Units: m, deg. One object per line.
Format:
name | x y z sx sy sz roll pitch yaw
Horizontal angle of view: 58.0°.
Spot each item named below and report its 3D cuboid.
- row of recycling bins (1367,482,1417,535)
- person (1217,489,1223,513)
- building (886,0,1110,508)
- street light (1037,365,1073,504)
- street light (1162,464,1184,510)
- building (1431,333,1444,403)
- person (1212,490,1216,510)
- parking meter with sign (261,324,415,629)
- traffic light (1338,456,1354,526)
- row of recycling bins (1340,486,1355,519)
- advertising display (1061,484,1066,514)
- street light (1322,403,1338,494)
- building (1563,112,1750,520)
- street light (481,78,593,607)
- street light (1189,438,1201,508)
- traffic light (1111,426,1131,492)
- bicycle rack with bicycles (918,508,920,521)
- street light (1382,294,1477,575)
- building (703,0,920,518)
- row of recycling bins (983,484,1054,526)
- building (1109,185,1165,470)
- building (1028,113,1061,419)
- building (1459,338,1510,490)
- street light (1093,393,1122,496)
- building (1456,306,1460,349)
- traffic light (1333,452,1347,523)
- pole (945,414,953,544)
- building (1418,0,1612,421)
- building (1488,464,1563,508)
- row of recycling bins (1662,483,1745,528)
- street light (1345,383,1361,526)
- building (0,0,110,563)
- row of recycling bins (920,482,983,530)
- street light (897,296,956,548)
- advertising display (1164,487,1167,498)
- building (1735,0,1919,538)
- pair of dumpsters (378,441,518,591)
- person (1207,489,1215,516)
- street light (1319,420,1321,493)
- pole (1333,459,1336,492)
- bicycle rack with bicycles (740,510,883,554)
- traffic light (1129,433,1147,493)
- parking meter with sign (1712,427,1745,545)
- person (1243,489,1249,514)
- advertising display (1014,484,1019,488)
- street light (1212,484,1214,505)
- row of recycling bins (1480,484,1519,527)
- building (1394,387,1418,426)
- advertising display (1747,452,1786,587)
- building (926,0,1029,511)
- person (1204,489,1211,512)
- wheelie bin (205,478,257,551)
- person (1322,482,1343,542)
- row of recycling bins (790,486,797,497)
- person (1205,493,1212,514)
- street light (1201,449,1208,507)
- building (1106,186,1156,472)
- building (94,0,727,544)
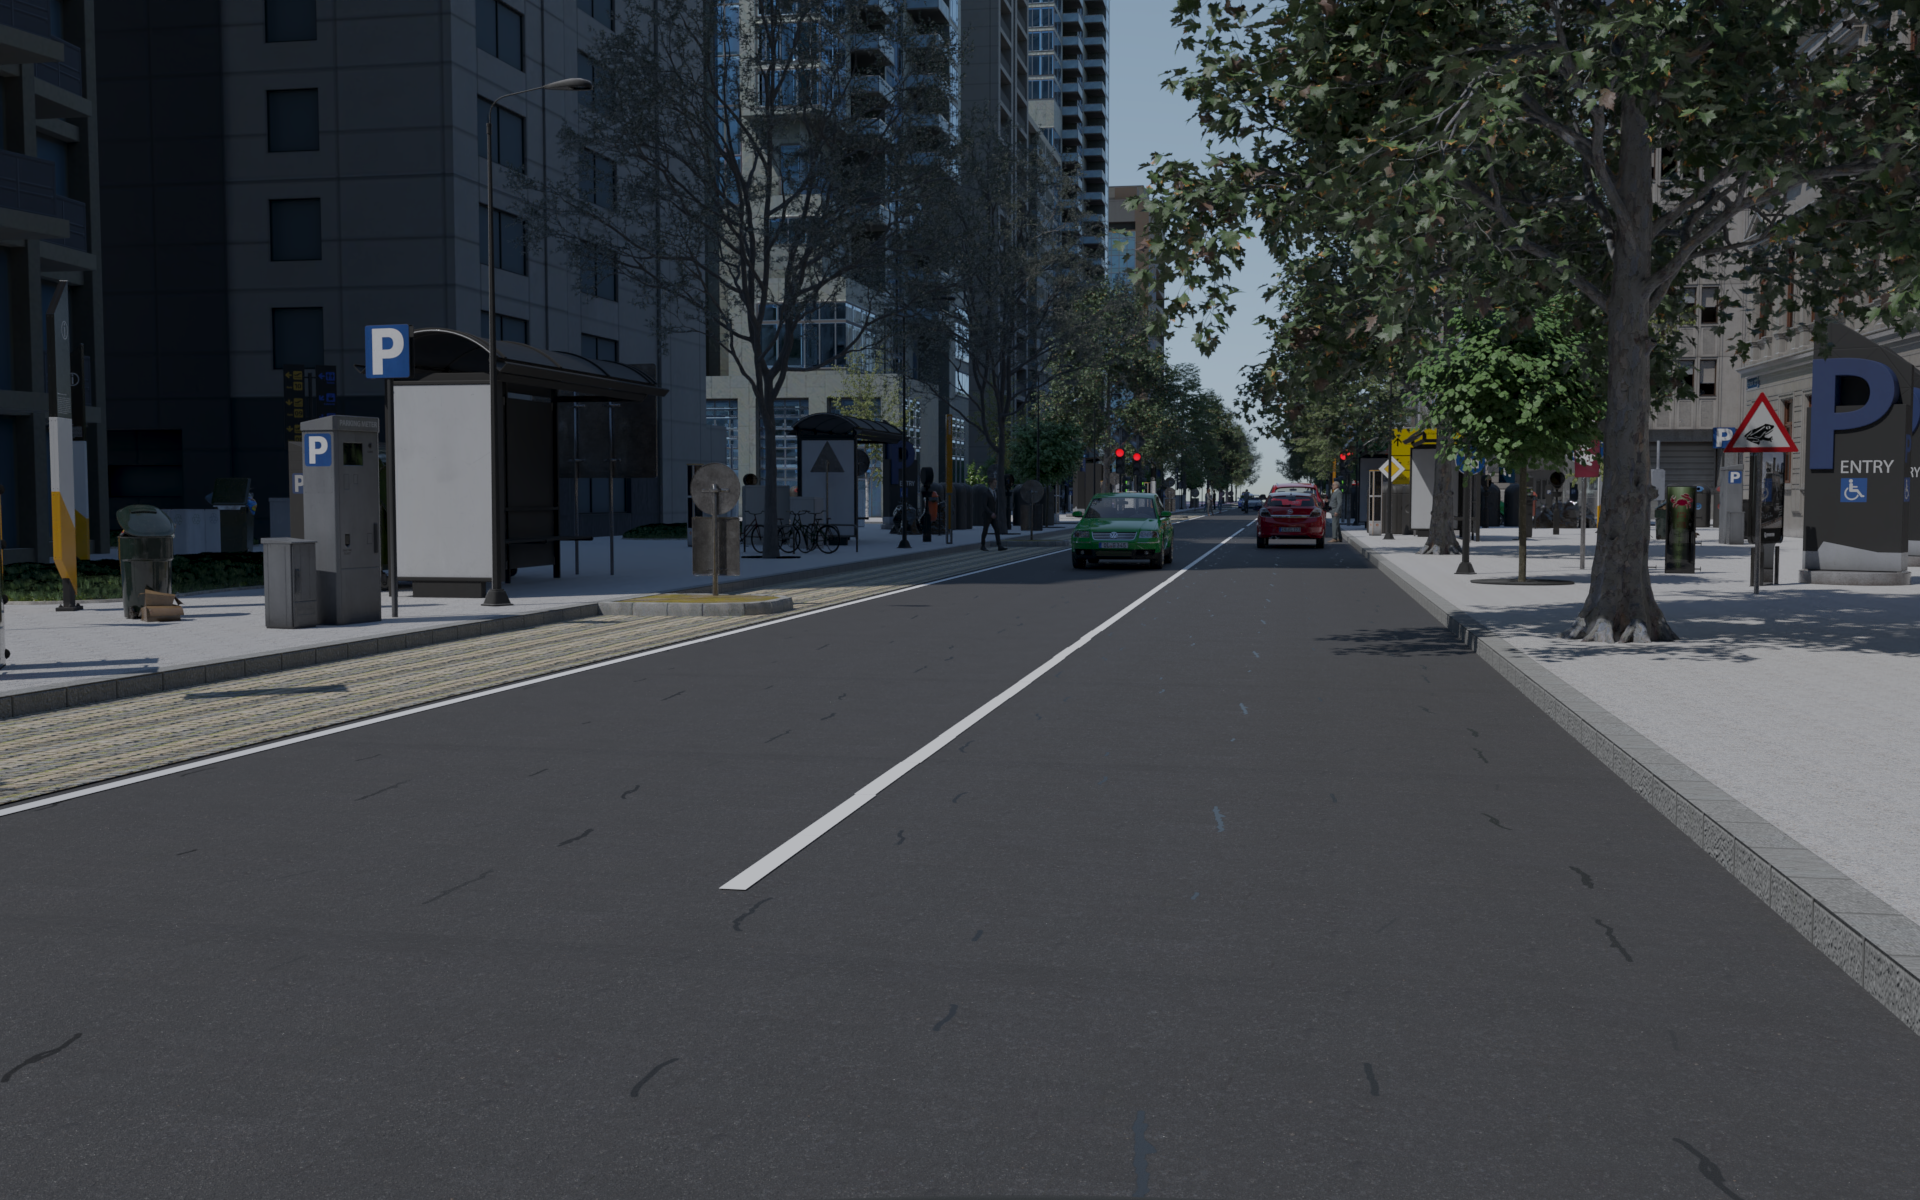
row of recycling bins | 14.031 -2.966 55.605 1.069 1.692 3.534 -1 4 -10
person | 19.301 -7.344 128.591 0.388 1.821 0.555 -2 4 -24
building | 6.351 -53.971 195.091 22.319 86.520 31.000 1 4 11
street light | 3.346 -5.485 62.226 1.470 5.913 1.316 1 4 11
street light | 14.894 -9.169 122.462 1.470 5.913 1.316 1 4 11
building | 55.843 -32.187 176.363 14.600 45.320 14.200 1 4 11
person | 23.519 -9.282 160.291 0.705 1.821 1.348 0 4 3
parking meter with sign | -6.159 -1.278 17.163 0.543 3.016 1.738 1 4 20
traffic light | 15.705 -4.958 69.979 0.839 4.253 0.868 1 4 11
row of recycling bins | 20.912 -5.085 90.257 1.069 1.692 3.534 -2 4 -27
advertising display | 6.821 -6.633 113.656 0.123 1.923 0.974 -1 4 -9
street light | 15.477 -5.956 69.914 1.470 5.913 1.316 1 4 11
building | 42.755 -16.609 89.579 19.932 24.808 12.078 1 4 11
street light | -4.789 -2.879 19.616 1.470 5.913 1.316 1 4 11
street light | 18.934 -10.461 143.574 1.470 5.913 1.316 1 4 11
traffic light | 6.655 -5.063 71.693 0.839 4.253 0.868 1 4 11
bicycle rack with bicycles | -1.537 -3.257 66.639 2.925 0.926 2.852 -1 4 -10
street light | 7.561 -3.371 27.657 1.470 5.913 1.316 1 4 11
building | -11.302 -48.623 107.661 22.319 86.520 31.000 1 4 11
row of recycling bins | 2.099 -3.844 69.970 3.534 1.692 1.069 -1 4 -14
building | 21.003 -39.852 275.280 21.300 48.544 21.600 1 4 11
building | -3.846 -29.271 170.465 32.217 40.220 23.993 1 4 11
building | 46.773 -18.017 136.382 13.314 21.916 24.055 1 4 11
street light | 6.741 -6.563 79.839 1.470 5.913 1.316 1 4 11
building | 52.699 -23.935 163.033 14.160 30.474 14.107 1 4 11
traffic light | 17.210 -5.437 77.821 0.839 4.253 0.868 1 4 11
pole | -0.281 -3.091 44.381 0.158 3.312 0.155 0 3 0
building | 63.170 -40.038 196.624 21.231 58.520 28.212 1 4 11
building | 43.098 -19.509 112.478 14.314 27.812 24.014 1 4 11
row of recycling bins | 28.620 -3.602 66.001 3.534 1.692 1.069 2 4 33
street light | 11.565 -4.663 48.777 1.470 5.913 1.316 1 4 11
building | -27.632 -22.586 23.909 22.147 44.769 28.867 1 4 11
row of recycling bins | -0.427 -3.367 62.156 1.069 1.692 3.534 1 4 22
street light | -0.785 -4.171 40.736 1.470 5.913 1.316 1 4 11
advertising display | 16.023 -8.143 138.358 0.974 1.923 0.123 2 4 27
building | 28.620 -12.791 45.291 11.583 22.565 21.152 1 4 11
pair of dumpsters | -7.750 -1.370 24.888 1.574 2.255 4.437 1 4 11
person | 16.494 -6.422 113.769 0.573 1.790 0.520 1 4 12
street light | 18.985 -7.050 87.804 1.470 5.913 1.316 1 4 11
pole | 21.481 -6.456 99.406 0.158 3.312 0.155 0 3 0
bicycle rack with bicycles | -3.503 -1.507 38.028 2.852 0.926 2.925 -3 5 -42
traffic light | 8.160 -5.542 79.536 0.839 4.253 0.868 1 4 11
parking meter with sign | 19.779 -2.948 44.453 0.543 3.016 1.738 1 4 10
person | 21.092 -7.282 127.745 0.473 1.802 0.592 2 4 32
advertising display | 3.688 -6.617 113.406 0.123 1.923 0.974 1 4 15
street light | 25.203 -12.460 176.262 1.470 5.913 1.316 1 4 11
row of recycling bins | 20.559 -3.757 68.545 3.534 1.692 1.069 1 4 18
building | 72.688 -35.592 265.531 14.154 41.232 14.086 1 4 11
advertising display | 11.293 -1.165 24.259 0.974 1.923 0.123 -3 5 -44
building | -3.025 -42.976 140.902 20.563 71.187 20.611 1 4 11
person | 18.942 -7.585 132.496 0.713 1.824 0.794 -1 4 -12
wheelie bin | -13.958 -1.549 33.236 0.980 1.594 0.693 0 4 -8
person | 11.083 -2.614 51.417 0.590 1.801 0.661 0 4 -1
row of recycling bins | -8.677 -4.892 87.093 3.534 1.692 1.069 -2 4 -26
person | 18.109 -7.046 126.303 0.503 1.515 0.523 0 4 -6
street light | 21.179 -11.153 154.886 1.470 5.913 1.316 1 4 11
building | 21.495 -37.084 256.427 14.600 45.320 14.200 1 4 11
building | -20.515 -37.592 52.878 20.611 71.187 20.563 1 4 11
